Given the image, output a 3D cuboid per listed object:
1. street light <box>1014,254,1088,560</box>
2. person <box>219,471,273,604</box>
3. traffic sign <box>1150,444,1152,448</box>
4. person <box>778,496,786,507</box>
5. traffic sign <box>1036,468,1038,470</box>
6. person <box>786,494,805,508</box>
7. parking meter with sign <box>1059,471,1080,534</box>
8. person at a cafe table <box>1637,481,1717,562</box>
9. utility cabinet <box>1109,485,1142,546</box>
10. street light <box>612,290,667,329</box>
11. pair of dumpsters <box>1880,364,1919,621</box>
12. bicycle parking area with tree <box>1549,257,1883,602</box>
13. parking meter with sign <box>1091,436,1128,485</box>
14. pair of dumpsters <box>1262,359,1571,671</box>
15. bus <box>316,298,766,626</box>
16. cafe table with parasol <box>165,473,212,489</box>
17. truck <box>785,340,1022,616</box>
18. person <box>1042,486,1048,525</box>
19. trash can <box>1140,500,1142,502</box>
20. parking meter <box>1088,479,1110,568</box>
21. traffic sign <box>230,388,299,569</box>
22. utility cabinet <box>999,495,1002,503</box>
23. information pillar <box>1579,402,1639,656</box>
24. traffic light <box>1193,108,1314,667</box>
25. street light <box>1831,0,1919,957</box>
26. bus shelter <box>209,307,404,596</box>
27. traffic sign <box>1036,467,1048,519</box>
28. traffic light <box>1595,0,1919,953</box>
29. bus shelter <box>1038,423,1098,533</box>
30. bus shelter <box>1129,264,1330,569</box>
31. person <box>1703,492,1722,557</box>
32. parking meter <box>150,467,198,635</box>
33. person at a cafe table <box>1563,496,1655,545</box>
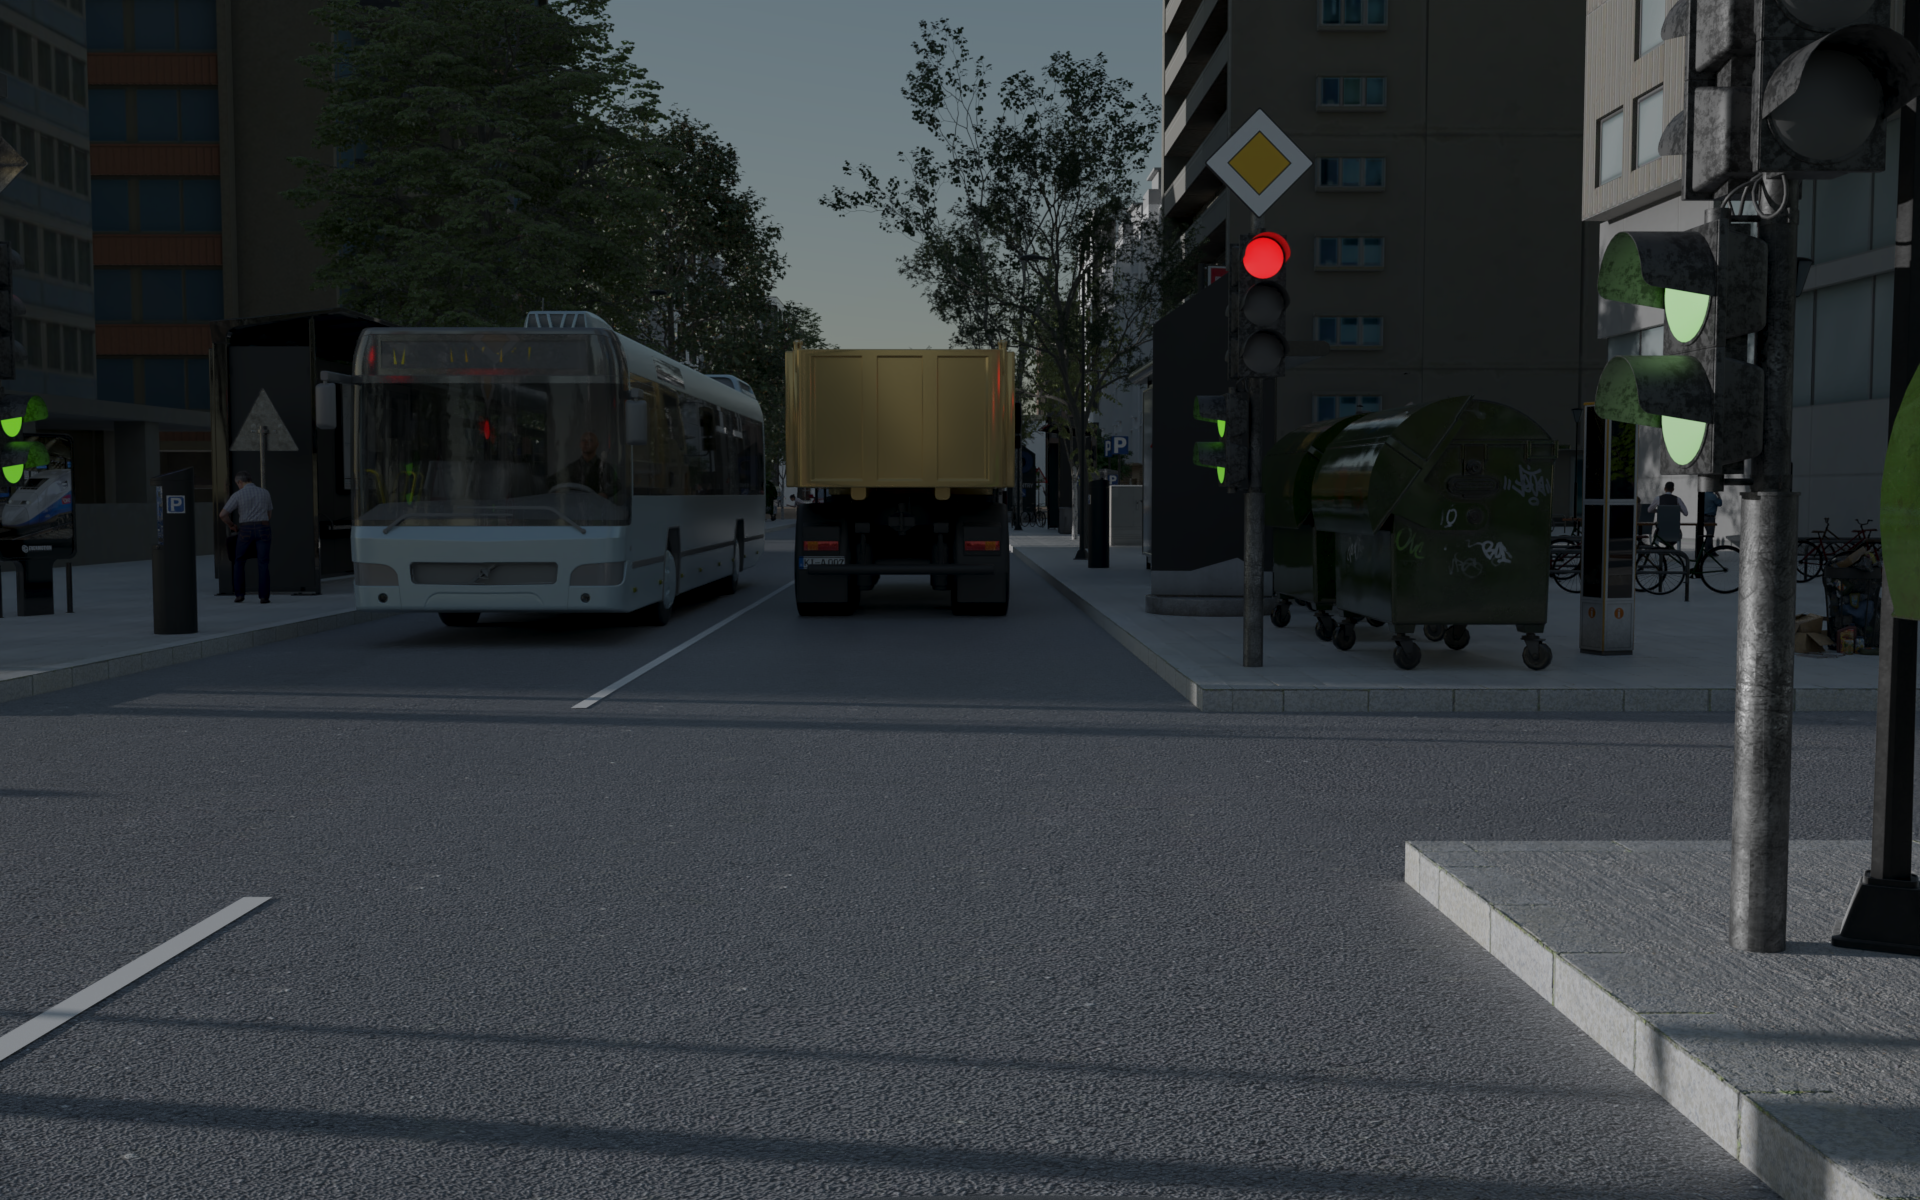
[{"bbox_3d":[1.852,-3.742,33.723,1.470,5.913,1.316,0,4,-1],"label":"street light"},{"bbox_3d":[-8.387,-0.740,20.359,0.614,1.554,0.590,-3,4,-39],"label":"person"},{"bbox_3d":[2.629,-1.221,19.964,0.884,2.594,0.081,0,4,1],"label":"traffic sign"},{"bbox_3d":[-17.512,-9.768,168.190,1.348,1.826,0.705,1,4,17],"label":"person"},{"bbox_3d":[3.616,-5.141,84.166,0.768,2.556,0.104,0,4,2],"label":"traffic sign"},{"bbox_3d":[-6.053,-3.270,65.158,0.628,1.438,0.799,3,5,43],"label":"person"},{"bbox_3d":[4.043,-3.620,55.454,1.738,3.016,0.543,-1,4,-22],"label":"parking meter with sign"},{"bbox_3d":[13.648,-1.518,33.336,1.698,1.524,1.622,1,4,22],"label":"person at a cafe table"},{"bbox_3d":[4.210,-2.072,42.560,1.173,1.500,0.318,-1,4,-17],"label":"utility cabinet"},{"bbox_3d":[-7.347,-4.095,39.500,1.470,5.913,1.316,0,4,-1],"label":"street light"},{"bbox_3d":[3.010,0.030,2.002,1.574,2.255,4.437,0,4,-1],"label":"pair of dumpsters"},{"bbox_3d":[10.821,-2.238,23.599,9.016,4.147,8.231,2,4,26],"label":"bicycle parking area with tree"},{"bbox_3d":[4.573,-3.465,52.907,0.543,3.016,1.738,-1,4,-15],"label":"parking meter with sign"},{"bbox_3d":[3.641,-0.738,14.561,1.574,2.255,4.437,0,4,-1],"label":"pair of dumpsters"},{"bbox_3d":[-4.410,-1.635,21.591,2.948,3.499,13.247,0,4,0],"label":"bus"},{"bbox_3d":[-22.284,-2.727,49.455,2.610,1.966,2.610,-1,4,-10],"label":"cafe table with parasol"},{"bbox_3d":[-0.710,-1.719,24.031,3.469,3.379,9.791,0,4,-1],"label":"truck"},{"bbox_3d":[3.686,-3.891,70.456,0.445,1.727,0.742,3,4,37],"label":"person"},{"bbox_3d":[4.494,-1.719,39.756,0.748,1.137,0.748,0,3,0],"label":"trash can"},{"bbox_3d":[2.409,-1.323,30.045,0.372,1.533,0.369,0,3,0],"label":"parking meter"},{"bbox_3d":[-8.566,-1.304,21.318,0.884,2.594,0.081,0,4,6],"label":"traffic sign"},{"bbox_3d":[2.049,-4.504,84.807,0.306,1.237,1.020,-3,5,-40],"label":"utility cabinet"},{"bbox_3d":[5.186,-0.572,13.839,0.304,2.012,0.304,-1,4,-18],"label":"information pillar"},{"bbox_3d":[2.162,-1.459,12.780,0.839,4.253,0.868,0,4,-1],"label":"traffic light"},{"bbox_3d":[2.119,-1.972,4.781,1.470,5.913,1.316,0,4,-1],"label":"street light"},{"bbox_3d":[-8.665,-2.056,24.896,1.731,3.624,6.357,0,4,-1],"label":"bus shelter"},{"bbox_3d":[3.757,-5.051,82.582,0.884,2.594,0.081,0,4,3],"label":"traffic sign"},{"bbox_3d":[2.242,-0.971,4.796,0.839,4.253,0.868,0,4,-1],"label":"traffic light"},{"bbox_3d":[3.720,-4.212,60.148,1.731,3.624,6.357,0,4,0],"label":"bus shelter"},{"bbox_3d":[3.978,-3.077,27.945,2.179,5.291,8.768,0,4,0],"label":"bus shelter"},{"bbox_3d":[15.217,-1.644,35.140,0.429,1.552,0.499,1,4,18],"label":"person"},{"bbox_3d":[-7.231,-0.460,15.928,0.372,1.533,0.369,0,3,0],"label":"parking meter"},{"bbox_3d":[14.821,-1.716,38.924,1.698,1.238,1.726,-1,4,-23],"label":"person at a cafe table"}]
